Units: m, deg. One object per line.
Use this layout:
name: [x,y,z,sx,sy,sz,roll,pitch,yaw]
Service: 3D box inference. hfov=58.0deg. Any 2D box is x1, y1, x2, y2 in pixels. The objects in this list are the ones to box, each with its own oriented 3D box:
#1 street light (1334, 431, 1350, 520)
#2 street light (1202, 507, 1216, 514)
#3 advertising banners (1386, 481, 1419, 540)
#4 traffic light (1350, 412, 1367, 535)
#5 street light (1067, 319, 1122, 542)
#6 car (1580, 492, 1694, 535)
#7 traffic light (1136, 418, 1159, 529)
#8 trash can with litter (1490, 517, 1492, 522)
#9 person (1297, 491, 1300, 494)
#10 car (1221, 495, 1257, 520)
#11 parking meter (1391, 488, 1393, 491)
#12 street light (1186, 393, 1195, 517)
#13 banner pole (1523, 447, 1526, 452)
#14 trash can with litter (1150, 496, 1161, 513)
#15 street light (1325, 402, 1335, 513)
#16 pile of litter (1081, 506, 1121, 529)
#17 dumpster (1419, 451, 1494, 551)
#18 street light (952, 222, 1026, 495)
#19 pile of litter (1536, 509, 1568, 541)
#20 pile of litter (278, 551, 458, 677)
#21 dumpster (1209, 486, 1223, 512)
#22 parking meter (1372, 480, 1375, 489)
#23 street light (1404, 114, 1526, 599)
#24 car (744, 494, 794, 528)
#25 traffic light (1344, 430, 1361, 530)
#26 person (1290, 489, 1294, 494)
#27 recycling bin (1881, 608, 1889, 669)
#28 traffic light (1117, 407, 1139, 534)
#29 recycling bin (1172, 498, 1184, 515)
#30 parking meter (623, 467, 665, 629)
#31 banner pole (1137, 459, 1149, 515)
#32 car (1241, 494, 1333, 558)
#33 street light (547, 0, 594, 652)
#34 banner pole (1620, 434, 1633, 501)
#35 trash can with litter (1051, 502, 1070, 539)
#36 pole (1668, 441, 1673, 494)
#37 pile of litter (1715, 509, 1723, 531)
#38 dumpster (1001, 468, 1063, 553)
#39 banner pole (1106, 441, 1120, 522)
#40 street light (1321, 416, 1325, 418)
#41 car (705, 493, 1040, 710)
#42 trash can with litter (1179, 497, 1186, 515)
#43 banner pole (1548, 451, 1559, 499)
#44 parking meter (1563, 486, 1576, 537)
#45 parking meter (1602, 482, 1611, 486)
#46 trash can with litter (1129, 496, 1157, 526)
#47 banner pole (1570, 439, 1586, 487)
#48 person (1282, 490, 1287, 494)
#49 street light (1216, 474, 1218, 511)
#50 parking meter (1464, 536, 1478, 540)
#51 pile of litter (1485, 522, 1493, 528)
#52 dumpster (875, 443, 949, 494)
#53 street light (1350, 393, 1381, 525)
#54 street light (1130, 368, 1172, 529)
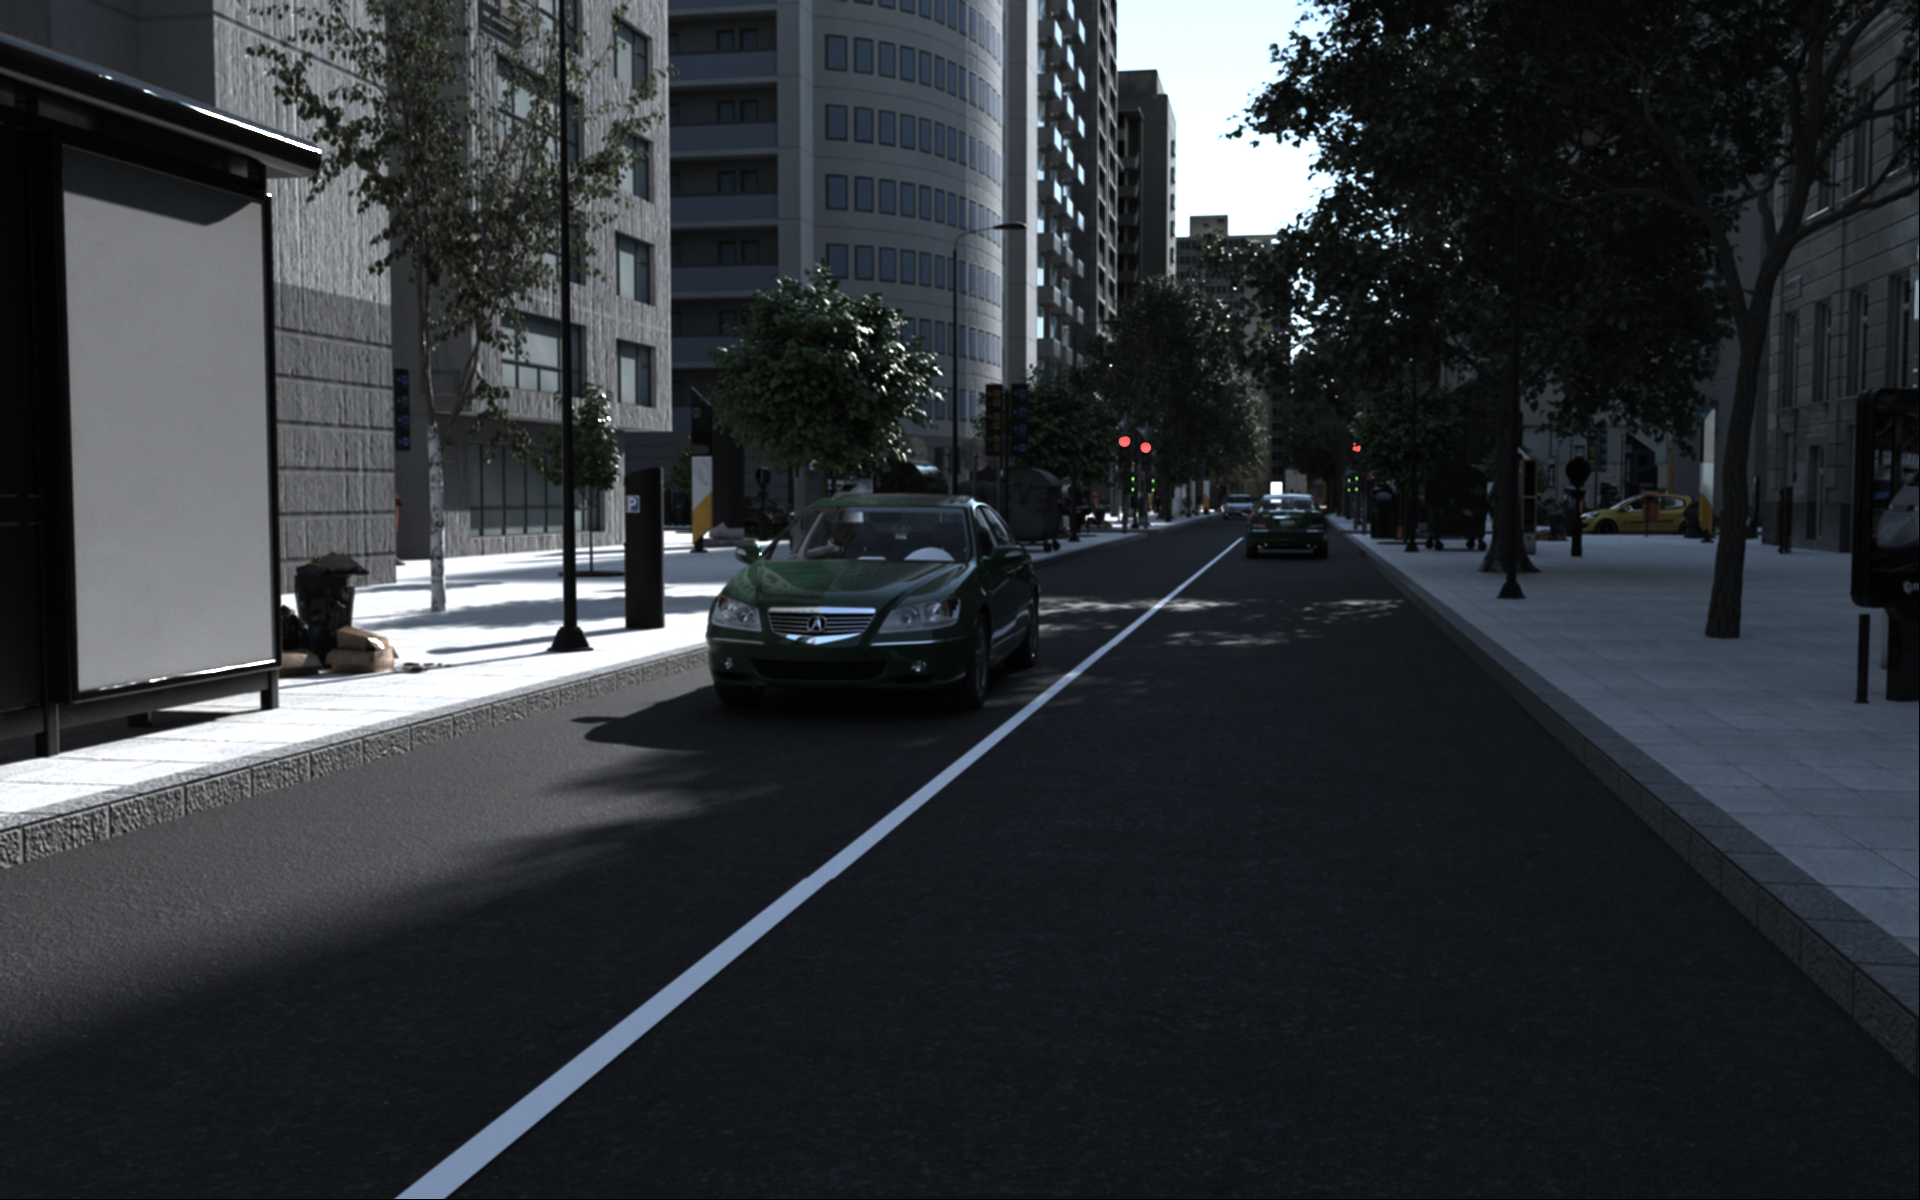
street light: [12.644,-5.012,54.493,1.470,5.913,1.316,1,4,11]
street light: [13.205,-7.534,95.725,1.470,5.913,1.316,1,4,11]
advertising banners: [12.281,-3.189,48.329,0.090,3.025,2.074,3,5,42]
traffic light: [12.726,-4.010,54.489,0.839,4.253,0.868,1,4,11]
street light: [3.602,-4.512,46.316,1.470,5.913,1.316,1,4,11]
car: [22.506,-2.878,57.282,3.980,1.641,2.015,1,4,11]
traffic light: [6.872,-4.576,63.740,0.839,4.253,0.868,1,4,11]
trash can with litter: [25.194,-4.234,80.284,1.678,1.210,2.233,-1,4,-9]
person: [28.782,-8.411,146.743,0.721,1.736,1.217,3,5,44]
car: [15.846,-5.276,98.266,2.014,1.417,4.499,1,4,9]
parking meter: [17.243,-3.752,69.753,0.372,1.533,0.369,0,3,0]
street light: [10.156,-6.558,79.767,1.470,5.913,1.316,1,4,11]
banner pole: [30.069,-6.263,92.424,0.401,3.779,0.863,2,4,25]
trash can with litter: [13.137,-6.311,114.580,1.055,1.170,0.624,-3,5,-39]
street light: [15.921,-6.048,71.428,1.470,5.913,1.316,1,4,11]
pile of litter: [5.122,-3.056,63.929,1.719,0.858,1.176,3,4,36]
dumpster: [11.352,-2.275,39.686,1.502,2.255,1.985,1,4,11]
street light: [0.441,-3.506,29.860,1.470,5.913,1.316,1,4,11]
pile of litter: [16.279,-2.079,47.957,1.176,0.858,1.719,2,4,31]
pile of litter: [-4.636,0.083,12.601,1.719,0.858,1.176,1,4,9]
dumpster: [17.935,-7.153,122.713,1.264,1.857,1.865,1,4,11]
parking meter: [17.066,-3.983,70.833,0.399,1.863,0.255,-3,5,-42]
street light: [6.260,-2.980,21.268,1.470,5.913,1.316,1,4,11]
car: [-7.484,-3.249,62.908,4.222,1.686,2.009,1,4,10]
traffic light: [14.249,-4.490,62.328,0.839,4.253,0.868,1,4,11]
person: [19.936,-5.790,103.925,0.760,1.731,0.466,-2,4,-29]
recycling bin: [7.237,-0.001,12.576,0.722,1.027,0.722,-2,4,-30]
traffic light: [5.349,-4.097,55.901,0.839,4.253,0.868,1,4,11]
recycling bin: [13.611,-5.825,107.791,0.722,1.027,0.722,-2,4,-29]
parking meter: [-3.023,-0.500,16.588,0.372,1.533,0.369,0,3,0]
banner pole: [11.447,-7.217,108.018,0.863,3.779,0.401,-2,4,-24]
car: [7.596,-1.742,40.282,2.131,1.459,4.920,1,4,10]
street light: [-2.665,-2.531,13.915,1.470,5.913,1.316,1,4,11]
banner pole: [27.950,-5.060,72.742,0.863,3.779,0.401,-2,4,-27]
trash can with litter: [2.705,-2.327,49.440,0.624,1.170,1.055,2,4,31]
pole: [27.372,-4.460,66.769,0.158,3.312,0.155,0,3,0]
pile of litter: [28.674,-3.068,64.123,1.176,0.858,1.719,1,4,11]
dumpster: [1.550,-2.012,38.656,1.264,1.857,1.865,1,4,11]
banner pole: [7.032,-5.440,78.958,0.863,3.779,0.401,2,4,24]
street light: [19.083,-7.023,87.363,1.470,5.913,1.316,1,4,11]
car: [-0.494,-0.082,13.146,2.131,1.459,4.920,1,4,10]
trash can with litter: [13.805,-5.813,106.437,0.624,1.170,1.055,-2,4,-28]
banner pole: [34.289,-6.729,100.031,0.401,3.779,0.863,-2,4,-34]
parking meter: [18.373,-2.676,52.161,0.372,1.533,0.369,0,3,0]
parking meter: [31.579,-4.824,84.587,0.399,1.863,0.255,3,4,38]
trash can with litter: [7.198,-3.637,70.523,1.678,1.210,2.233,1,4,17]
banner pole: [27.967,-5.423,78.687,0.863,3.779,0.401,3,5,42]
person: [29.839,-9.215,159.036,0.709,1.838,0.599,3,4,39]
street light: [16.462,-8.543,112.227,1.470,5.913,1.316,1,4,11]
parking meter: [14.391,-2.633,48.760,0.399,1.863,0.255,1,4,10]
pile of litter: [20.438,-3.112,64.845,1.719,0.858,1.176,2,4,29]
dumpster: [-1.140,-1.861,32.918,1.502,2.255,1.985,1,4,11]
street light: [9.512,-4.029,38.419,1.470,5.913,1.316,1,4,11]
street light: [7.012,-5.582,63.808,1.470,5.913,1.316,1,4,11]
